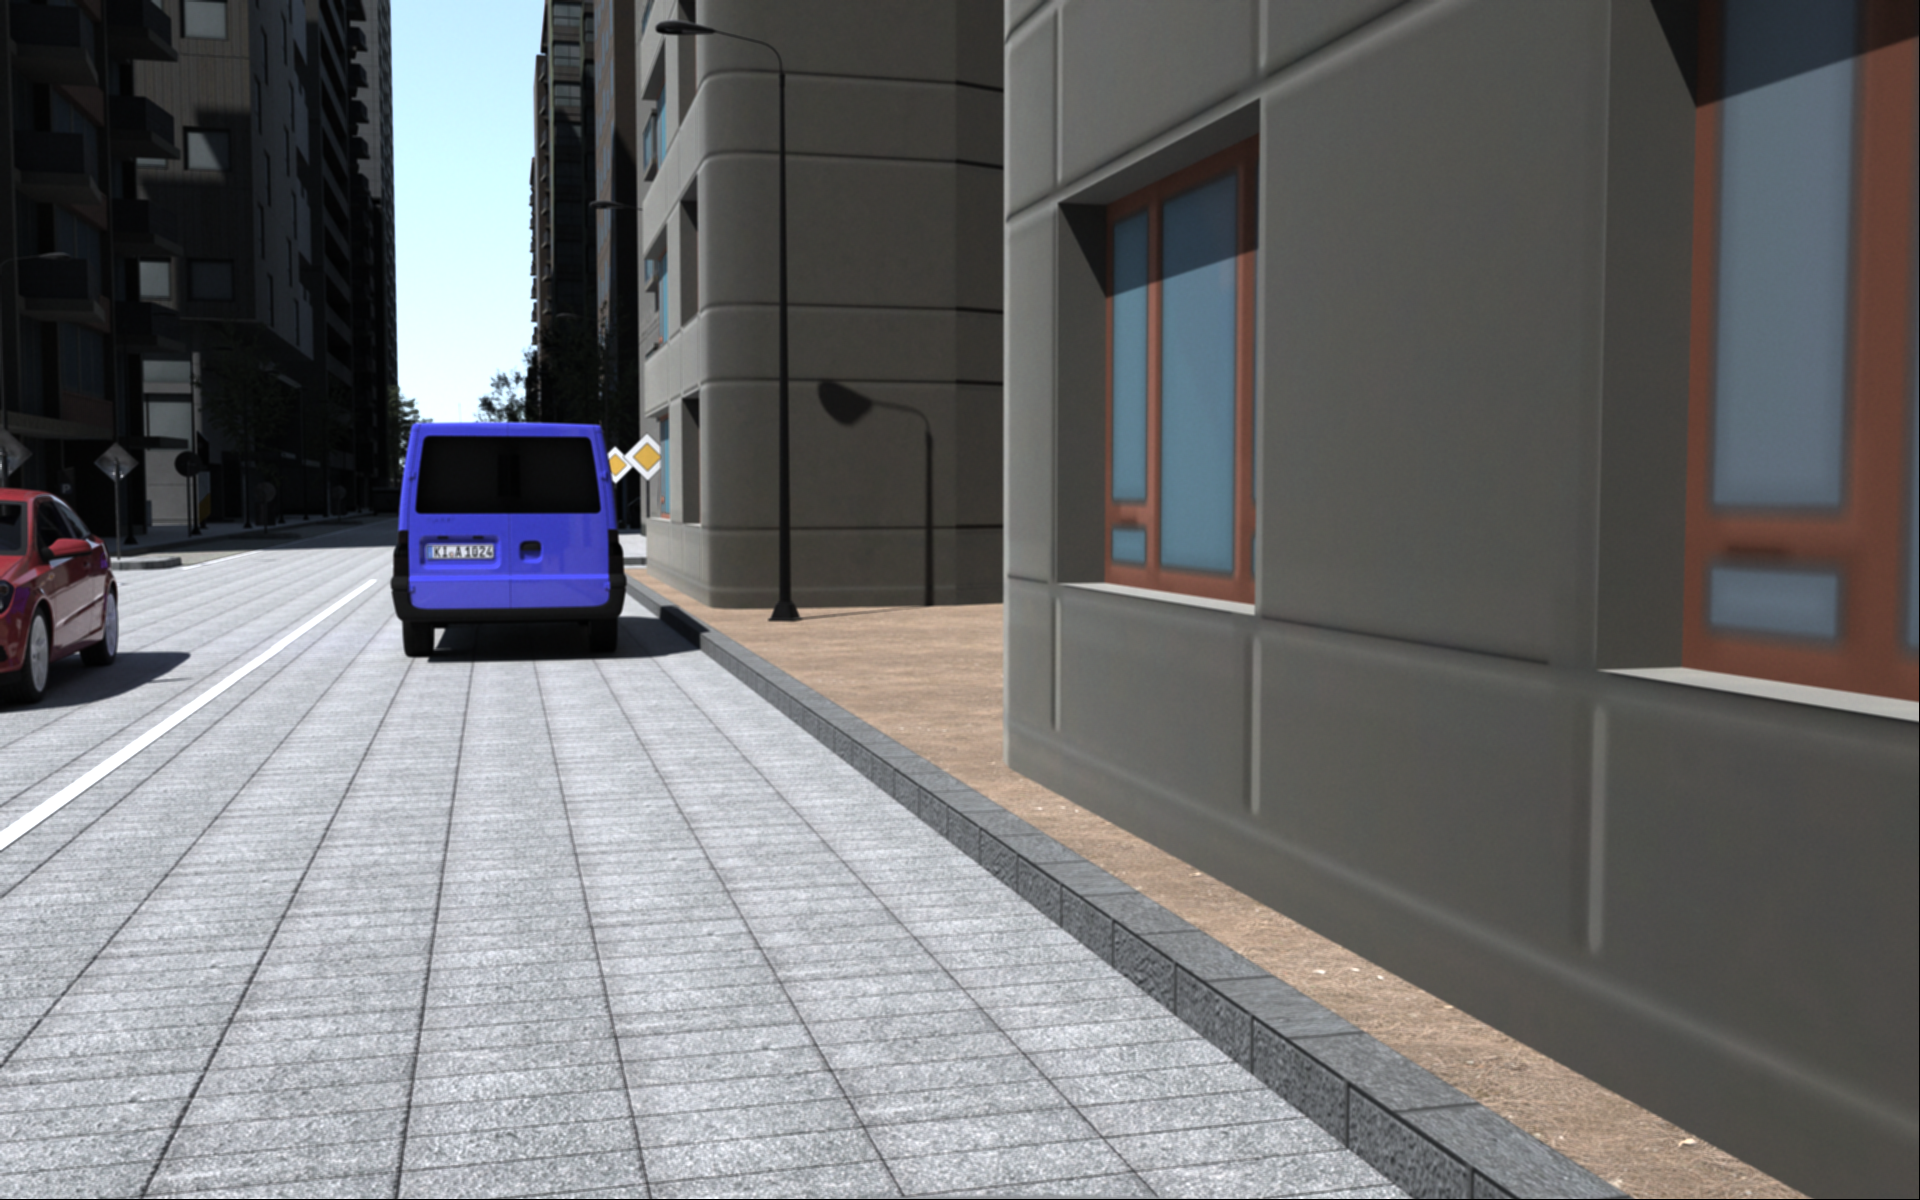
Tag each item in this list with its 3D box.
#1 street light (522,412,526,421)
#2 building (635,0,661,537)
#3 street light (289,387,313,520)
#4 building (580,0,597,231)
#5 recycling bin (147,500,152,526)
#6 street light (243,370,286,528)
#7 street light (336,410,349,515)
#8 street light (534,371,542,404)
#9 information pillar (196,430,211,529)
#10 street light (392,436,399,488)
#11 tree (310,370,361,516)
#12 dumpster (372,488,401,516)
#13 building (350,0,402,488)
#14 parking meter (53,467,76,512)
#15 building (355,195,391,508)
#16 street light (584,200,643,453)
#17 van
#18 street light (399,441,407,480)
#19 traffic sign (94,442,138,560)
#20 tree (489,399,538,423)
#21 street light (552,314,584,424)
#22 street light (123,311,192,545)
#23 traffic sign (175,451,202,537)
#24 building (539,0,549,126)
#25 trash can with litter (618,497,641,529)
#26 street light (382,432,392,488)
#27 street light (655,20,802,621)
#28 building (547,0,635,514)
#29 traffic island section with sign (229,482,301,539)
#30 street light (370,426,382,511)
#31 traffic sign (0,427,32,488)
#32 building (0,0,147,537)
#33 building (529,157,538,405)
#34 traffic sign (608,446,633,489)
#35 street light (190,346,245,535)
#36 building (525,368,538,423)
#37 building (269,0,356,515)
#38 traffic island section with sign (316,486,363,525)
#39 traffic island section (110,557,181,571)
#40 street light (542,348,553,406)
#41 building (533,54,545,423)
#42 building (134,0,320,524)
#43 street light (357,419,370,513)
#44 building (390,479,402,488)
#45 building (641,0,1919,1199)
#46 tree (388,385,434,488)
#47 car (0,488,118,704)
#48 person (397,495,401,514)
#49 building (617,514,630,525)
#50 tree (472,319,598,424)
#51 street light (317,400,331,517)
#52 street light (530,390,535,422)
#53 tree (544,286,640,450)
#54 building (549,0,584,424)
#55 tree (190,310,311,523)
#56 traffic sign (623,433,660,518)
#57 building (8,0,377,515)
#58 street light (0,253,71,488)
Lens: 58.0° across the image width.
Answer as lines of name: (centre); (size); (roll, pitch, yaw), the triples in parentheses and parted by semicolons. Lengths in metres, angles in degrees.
street light: (-23.801, -7.653, 97.672); (1.470, 5.913, 1.316); (-1, 4, -15)
building: (1.336, -26.129, 50.913); (21.600, 48.544, 21.300); (-1, 4, -15)
street light: (-28.968, -6.282, 75.257); (1.470, 5.913, 1.316); (-1, 4, -15)
building: (-15.646, -20.341, 104.284); (14.160, 30.474, 14.107); (-1, 4, -15)
recycling bin: (-32.730, -3.452, 68.989); (0.722, 1.027, 0.722); (1, 4, 17)
street light: (-26.170, -5.647, 64.875); (1.470, 5.913, 1.316); (-1, 4, -15)
street light: (-34.650, -7.551, 96.000); (1.470, 5.913, 1.316); (-1, 4, -15)
street light: (-15.235, -5.696, 65.678); (1.470, 5.913, 1.316); (-1, 4, -15)
information pillar: (-27.829, -4.425, 63.707); (0.504, 3.616, 0.183); (1, 4, 17)
street light: (-46.113, -10.188, 139.118); (1.470, 5.913, 1.316); (-1, 4, -15)
tree: (-37.648, -9.299, 102.405); (4.737, 8.622, 4.395); (0, 3, 0)
dumpster: (-37.656, -6.455, 113.757); (1.865, 1.857, 1.264); (-1, 4, -16)
building: (-85.595, -48.793, 236.013); (20.563, 71.187, 20.611); (-1, 4, -15)
parking meter: (-19.532, -1.962, 37.792); (0.399, 1.863, 0.255); (-3, 4, -39)
building: (-60.736, -23.759, 160.168); (14.160, 30.474, 14.107); (-1, 4, -15)
street light: (-5.168, -3.373, 27.697); (1.470, 5.913, 1.316); (-1, 4, -15)
van: (-4.434, -0.778, 17.107); (2.240, 2.365, 5.245); (-1, 4, -14)
street light: (-49.162, -10.891, 150.601); (1.470, 5.913, 1.316); (-1, 4, -15)
traffic sign: (-16.416, -1.841, 33.739); (0.795, 2.450, 0.064); (-1, 4, -15)
tree: (-47.223, -16.104, 189.060); (9.928, 11.665, 9.643); (0, 3, 0)
street light: (-9.689, -4.423, 44.865); (1.470, 5.913, 1.316); (-1, 4, -15)
street light: (-20.602, -4.375, 44.077); (1.470, 5.913, 1.316); (-1, 4, -15)
traffic sign: (-22.900, -3.139, 51.425); (0.768, 2.556, 0.104); (-1, 4, -9)
building: (-26.117, -30.659, 155.903); (22.147, 44.769, 28.867); (-1, 4, -15)
trash can with litter: (-12.166, -3.204, 63.778); (1.055, 1.170, 0.624); (-1, 4, -19)
street light: (-43.284, -9.554, 128.744); (1.470, 5.913, 1.316); (-1, 4, -15)
street light: (-2.300, -2.737, 17.287); (1.470, 5.913, 1.316); (-1, 4, -15)
building: (-24.411, -29.602, 134.097); (14.600, 45.320, 14.200); (-1, 4, -15)
traffic island section with sign: (-22.246, -2.867, 55.506); (1.989, 1.847, 2.006); (-1, 4, -15)
street light: (-40.505, -8.918, 118.356); (1.470, 5.913, 1.316); (-1, 4, -15)
traffic sign: (-14.358, -1.369, 26.023); (0.795, 2.450, 0.064); (-1, 4, -15)
building: (-33.176, -23.791, 43.605); (22.147, 44.769, 28.867); (-1, 4, -15)
building: (-44.023, -34.822, 223.956); (22.147, 44.769, 28.867); (-1, 4, -15)
traffic sign: (-7.188, -1.989, 36.171); (0.795, 2.450, 0.064); (-1, 4, -15)
street light: (-23.515, -5.010, 54.454); (1.470, 5.913, 1.316); (-1, 4, -15)
building: (-49.017, -24.962, 253.172); (27.650, 21.520, 28.899); (-1, 4, -15)
building: (-51.916, -29.915, 112.811); (21.300, 48.544, 21.600); (-1, 4, -15)
traffic island section with sign: (-29.198, -4.460, 81.552); (1.989, 1.847, 2.006); (-1, 4, -15)
traffic island section: (-16.437, -0.704, 33.795); (2.009, 0.180, 2.903); (-1, 4, -15)
street light: (-12.447, -5.059, 55.259); (1.470, 5.913, 1.316); (-1, 4, -15)
building: (-35.737, -32.147, 175.706); (14.600, 45.320, 14.200); (-1, 4, -15)
building: (-45.986, -30.080, 81.047); (28.713, 52.752, 27.495); (-1, 4, -15)
street light: (-37.722, -8.270, 107.751); (1.470, 5.913, 1.316); (-1, 4, -15)
building: (-80.098, -30.712, 194.022); (32.217, 40.220, 23.993); (-1, 4, -15)
building: (12.044, -10.505, 16.790); (27.650, 21.520, 28.899); (-1, 4, -15)
tree: (-59.112, -16.011, 179.902); (7.486, 12.596, 7.792); (0, 3, 0)
car: (-7.551, -0.235, 12.890); (2.155, 1.783, 4.494); (-1, 4, -17)
person: (-29.716, -5.109, 92.526); (0.515, 1.767, 0.782); (2, 4, 31)
building: (-9.169, -26.205, 78.565); (14.600, 45.320, 14.200); (-1, 4, -15)
tree: (-21.612, -9.621, 91.712); (8.767, 10.594, 7.601); (-1, 4, -14)
street light: (-31.819, -6.916, 85.626); (1.470, 5.913, 1.316); (-1, 4, -15)
street light: (-18.214, -6.383, 76.904); (1.470, 5.913, 1.316); (-1, 4, -15)
tree: (-13.080, -6.857, 62.476); (4.737, 8.622, 4.395); (0, 3, 0)
building: (-20.994, -26.665, 119.574); (14.154, 41.232, 14.086); (-1, 4, -15)
tree: (-28.554, -7.267, 69.180); (4.737, 8.622, 4.395); (0, 3, 0)
traffic sign: (-5.130, -1.518, 28.454); (0.795, 2.450, 0.064); (-1, 4, -15)
building: (-59.039, -29.564, 137.989); (22.147, 44.769, 28.867); (-1, 4, -15)
street light: (-17.823, -3.722, 33.392); (1.470, 5.913, 1.316); (-1, 4, -15)
